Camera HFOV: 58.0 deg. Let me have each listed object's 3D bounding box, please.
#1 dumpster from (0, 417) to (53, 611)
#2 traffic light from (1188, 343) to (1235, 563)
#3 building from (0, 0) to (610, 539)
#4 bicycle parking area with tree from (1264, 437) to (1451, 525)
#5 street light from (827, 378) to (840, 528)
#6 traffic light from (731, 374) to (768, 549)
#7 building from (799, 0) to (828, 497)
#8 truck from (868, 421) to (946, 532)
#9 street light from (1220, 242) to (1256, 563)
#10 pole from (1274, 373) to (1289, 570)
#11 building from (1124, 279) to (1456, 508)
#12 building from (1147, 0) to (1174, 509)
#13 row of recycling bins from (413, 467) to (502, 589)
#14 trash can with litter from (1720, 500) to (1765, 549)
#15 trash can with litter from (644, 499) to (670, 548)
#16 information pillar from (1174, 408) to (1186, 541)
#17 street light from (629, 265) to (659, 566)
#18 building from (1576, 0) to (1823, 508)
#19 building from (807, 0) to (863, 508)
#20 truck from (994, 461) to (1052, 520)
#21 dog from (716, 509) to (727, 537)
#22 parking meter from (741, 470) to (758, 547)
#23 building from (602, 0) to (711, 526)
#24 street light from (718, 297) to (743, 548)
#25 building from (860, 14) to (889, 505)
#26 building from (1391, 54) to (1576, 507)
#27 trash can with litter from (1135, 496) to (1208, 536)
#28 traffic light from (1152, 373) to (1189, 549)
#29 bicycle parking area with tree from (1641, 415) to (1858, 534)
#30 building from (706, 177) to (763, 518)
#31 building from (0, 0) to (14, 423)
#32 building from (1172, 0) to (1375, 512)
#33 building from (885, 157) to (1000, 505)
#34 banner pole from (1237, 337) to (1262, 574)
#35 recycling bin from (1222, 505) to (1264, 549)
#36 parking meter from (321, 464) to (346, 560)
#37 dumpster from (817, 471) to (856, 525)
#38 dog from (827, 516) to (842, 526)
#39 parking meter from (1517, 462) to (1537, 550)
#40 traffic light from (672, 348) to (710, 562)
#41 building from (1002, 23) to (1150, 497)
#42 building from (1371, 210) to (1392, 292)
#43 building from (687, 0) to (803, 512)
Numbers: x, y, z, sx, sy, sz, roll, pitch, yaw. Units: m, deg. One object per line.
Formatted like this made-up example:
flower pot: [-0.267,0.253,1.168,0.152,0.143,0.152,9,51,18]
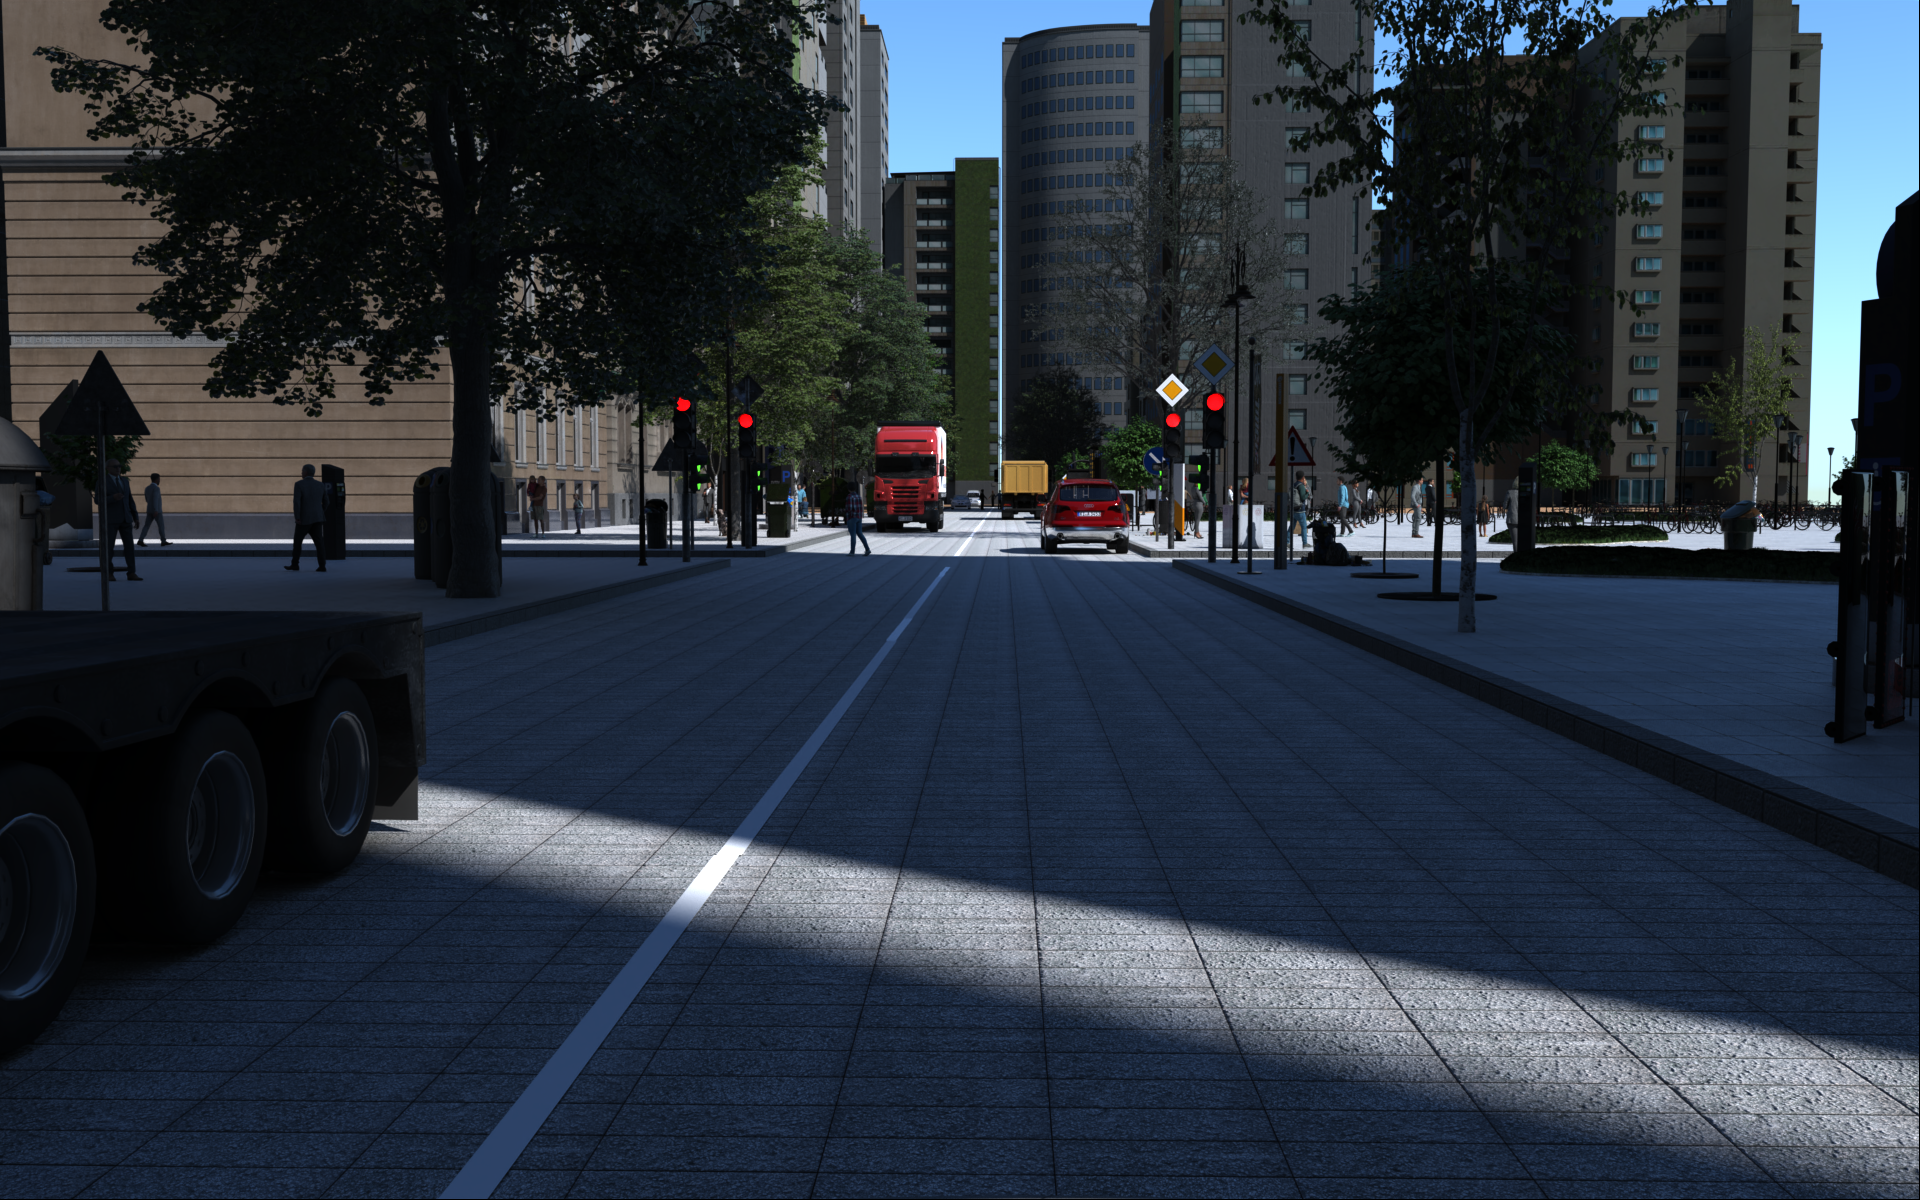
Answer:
dumpster: [-6.601,-0.291,10.523,1.264,1.857,1.865,0,4,2]
traffic light: [4.709,-2.657,32.365,0.839,4.253,0.868,0,4,1]
building: [-20.264,-16.639,57.946,13.634,28.700,20.117,0,4,1]
bicycle parking area with tree: [18.968,-5.388,75.094,9.016,4.147,8.231,2,4,29]
street light: [-4.822,-5.682,65.682,0.468,5.910,1.993,0,4,1]
traffic light: [-4.949,-3.160,40.579,0.839,4.253,0.868,0,4,1]
building: [-25.471,-33.916,143.771,28.713,52.752,27.495,0,4,1]
truck: [-1.912,-4.870,68.535,2.839,4.237,11.283,0,4,1]
street light: [5.108,-3.621,31.991,0.468,5.910,1.993,0,4,1]
pole: [5.456,-2.174,29.396,0.158,3.312,0.155,0,3,0]
building: [30.861,-19.802,168.801,27.650,21.520,28.899,0,4,1]
building: [23.334,-30.312,145.720,14.600,45.320,14.200,0,4,1]
row of recycling bins: [-7.255,-1.098,25.059,1.069,1.692,3.534,-1,4,-23]
trash can with litter: [13.722,-1.193,30.887,1.055,1.170,0.624,-1,4,-16]
trash can with litter: [-7.189,-1.805,40.905,0.624,1.170,1.055,0,4,-5]
information pillar: [5.907,-3.410,47.116,0.504,3.616,0.183,3,5,42]
street light: [-5.691,-3.553,30.887,0.468,5.910,1.993,0,4,1]
building: [71.410,-33.431,170.300,21.600,48.544,21.300,0,4,1]
building: [-20.877,-44.928,172.822,20.611,71.187,20.563,0,4,1]
truck: [3.652,-6.324,99.328,3.469,3.379,9.791,0,4,2]
dog: [-7.211,-2.337,52.597,0.513,0.831,0.800,0,4,1]
parking meter: [-5.151,-2.244,42.393,0.399,1.863,0.255,-1,4,-17]
building: [-19.744,-17.881,79.741,14.401,28.519,23.554,0,4,1]
street light: [-5.455,-4.162,40.836,0.468,5.910,1.993,0,4,1]
building: [-23.132,-41.296,217.195,28.212,58.520,21.231,0,4,1]
building: [52.155,-32.085,174.705,14.200,45.320,14.600,0,4,1]
trash can with litter: [6.637,-2.597,53.524,2.233,1.210,1.678,1,4,18]
traffic light: [4.910,-3.145,40.348,0.839,4.253,0.868,0,4,1]
bicycle parking area with tree: [31.824,-4.713,64.063,8.231,4.147,9.016,-1,4,-20]
building: [-18.671,-16.534,100.004,12.332,23.373,15.834,0,4,1]
building: [-39.625,-14.496,55.027,19.932,24.808,12.078,0,4,1]
building: [23.018,-27.409,131.732,14.154,41.232,14.086,0,4,1]
building: [-2.088,-32.398,213.302,14.086,41.232,14.154,0,4,1]
banner pole: [4.670,-2.291,27.481,0.401,3.779,0.863,0,4,-4]
recycling bin: [6.697,-1.739,40.995,0.722,1.027,0.722,-2,4,-25]
parking meter: [-12.208,-1.717,33.779,0.399,1.863,0.255,2,4,24]
dumpster: [-5.193,-4.296,72.727,1.502,2.255,1.985,0,4,1]
dog: [-5.092,-3.160,69.395,0.748,0.427,0.550,0,4,-7]
parking meter: [10.402,-1.595,31.782,0.255,1.863,0.399,2,4,31]
traffic light: [-5.150,-2.671,32.597,0.839,4.253,0.868,0,4,1]
building: [19.334,-41.237,216.223,28.212,58.520,21.231,0,4,1]
building: [46.328,-32.470,222.771,23.993,40.220,32.217,0,4,1]
building: [-19.009,-26.858,122.717,14.154,41.232,14.086,0,4,1]
